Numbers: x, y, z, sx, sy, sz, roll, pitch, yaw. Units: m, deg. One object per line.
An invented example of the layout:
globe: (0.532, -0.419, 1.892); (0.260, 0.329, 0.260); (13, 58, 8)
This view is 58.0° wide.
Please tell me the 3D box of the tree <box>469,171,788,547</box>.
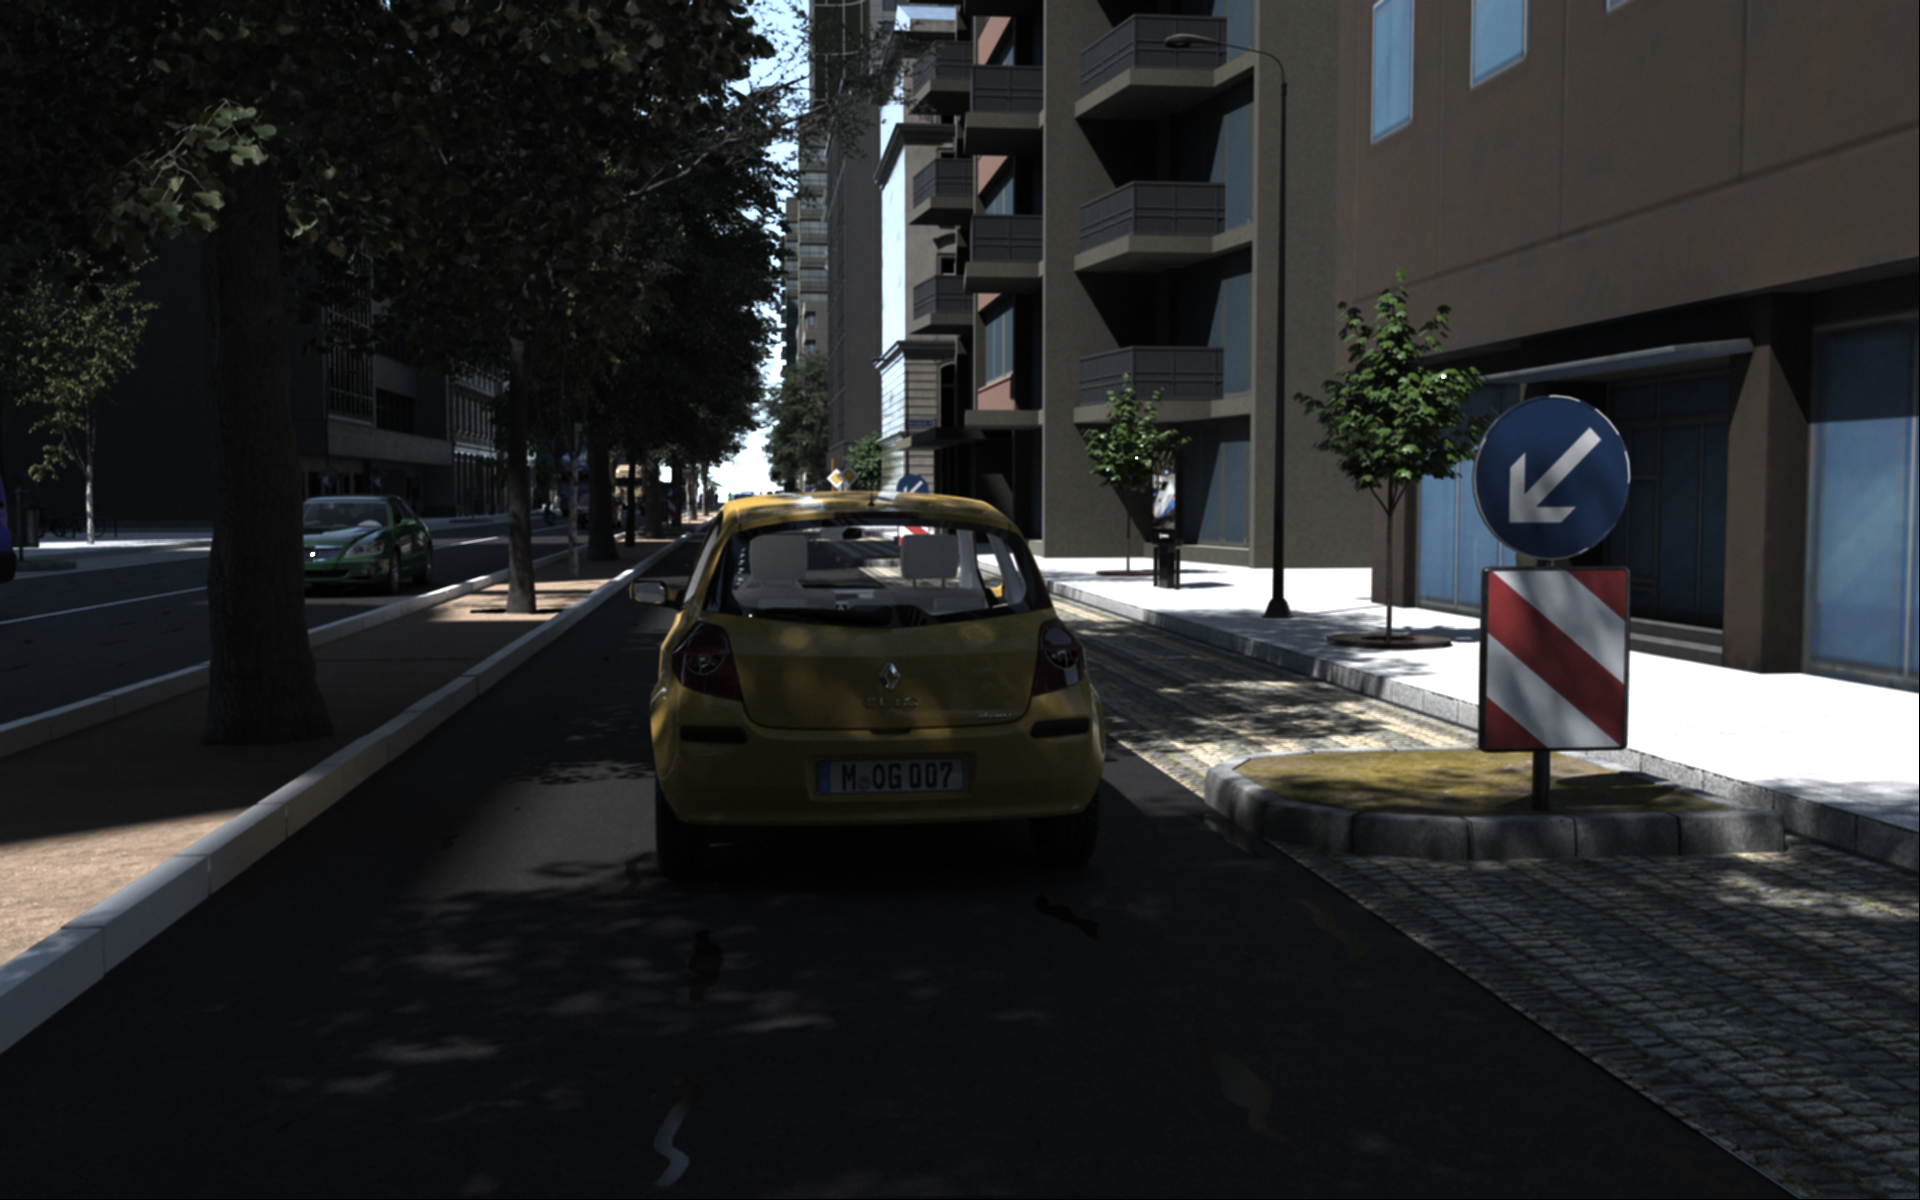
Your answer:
tree: (-8.843, -6.663, 45.815); (8.767, 10.594, 7.601); (0, 4, -7)

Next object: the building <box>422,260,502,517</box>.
building: (-33.386, -15.510, 102.734); (9.793, 20.994, 18.267); (0, 4, -7)

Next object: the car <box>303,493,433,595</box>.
car: (-9.146, -0.871, 26.044); (2.131, 1.459, 4.920); (0, 4, -8)

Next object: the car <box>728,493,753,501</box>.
car: (-13.869, -6.192, 110.829); (1.945, 1.707, 3.694); (0, 4, -8)

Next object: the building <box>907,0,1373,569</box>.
building: (10.232, -23.738, 42.745); (22.147, 44.769, 28.867); (0, 4, -7)

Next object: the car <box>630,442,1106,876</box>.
car: (-0.526, 0.135, 8.017); (2.015, 1.641, 3.980); (-1, 4, -8)

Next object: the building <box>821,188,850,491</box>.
building: (-3.073, -21.002, 130.778); (14.401, 28.519, 23.554); (0, 4, -7)

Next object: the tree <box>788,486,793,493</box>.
tree: (-22.494, -14.576, 232.924); (1.663, 3.219, 1.824); (0, 3, 0)

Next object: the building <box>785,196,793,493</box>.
building: (-17.165, -34.073, 240.681); (14.154, 41.232, 14.086); (0, 4, -7)

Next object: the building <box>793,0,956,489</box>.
building: (-9.611, -47.031, 207.214); (20.563, 71.187, 20.611); (0, 4, -7)

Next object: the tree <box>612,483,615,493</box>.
tree: (-42.670, -13.480, 214.999); (1.663, 3.219, 1.824); (0, 3, 0)

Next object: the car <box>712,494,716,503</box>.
car: (-38.753, -15.788, 269.923); (2.131, 1.459, 4.920); (0, 4, -6)

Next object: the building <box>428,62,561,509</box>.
building: (-50.837, -27.975, 149.272); (32.217, 40.220, 23.993); (0, 4, -7)

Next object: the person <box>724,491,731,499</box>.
person: (-24.274, -10.614, 182.754); (1.217, 1.735, 0.721); (1, 4, 12)

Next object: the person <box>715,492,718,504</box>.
person: (-35.601, -14.931, 253.532); (0.541, 1.710, 0.530); (-2, 4, -28)

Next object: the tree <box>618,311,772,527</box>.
tree: (-11.643, -9.209, 71.146); (7.486, 12.596, 7.792); (0, 3, 0)

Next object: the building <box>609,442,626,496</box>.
building: (-51.714, -35.367, 228.367); (14.600, 45.320, 14.200); (0, 4, -7)

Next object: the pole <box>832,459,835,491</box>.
pole: (-7.269, -6.468, 99.596); (0.158, 3.312, 0.155); (0, 3, 0)

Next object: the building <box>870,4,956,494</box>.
building: (13.882, -15.734, 76.342); (34.723, 24.649, 14.460); (0, 4, -7)

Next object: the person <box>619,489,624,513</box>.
person: (-25.546, -7.464, 130.795); (0.793, 1.790, 0.793); (-1, 4, -19)

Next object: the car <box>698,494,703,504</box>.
car: (-36.319, -14.490, 246.508); (1.945, 1.707, 3.694); (0, 4, -7)

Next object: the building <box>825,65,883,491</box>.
building: (-0.682, -19.185, 107.176); (14.314, 27.812, 24.014); (0, 4, -7)

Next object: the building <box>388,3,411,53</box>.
building: (-51.140, -53.686, 190.430); (22.319, 86.520, 31.000); (0, 4, -7)

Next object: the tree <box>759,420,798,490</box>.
tree: (-21.284, -18.847, 225.155); (9.611, 12.733, 9.660); (0, 3, 0)

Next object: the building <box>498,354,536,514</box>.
building: (-35.848, -16.230, 120.115); (10.420, 20.320, 16.860); (0, 4, -7)

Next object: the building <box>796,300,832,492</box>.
building: (-1.827, -19.913, 170.623); (27.650, 21.520, 28.899); (0, 4, -7)

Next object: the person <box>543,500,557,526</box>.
person: (-18.354, -3.905, 77.845); (0.738, 1.151, 1.012); (0, 4, -3)

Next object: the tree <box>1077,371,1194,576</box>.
tree: (2.604, -2.012, 27.491); (1.663, 3.219, 1.824); (0, 3, 0)

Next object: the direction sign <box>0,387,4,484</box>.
direction sign: (-20.105, -2.712, 36.345); (0.379, 3.537, 0.876); (-2, 4, -27)

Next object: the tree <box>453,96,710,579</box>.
tree: (-6.555, -4.663, 29.059); (4.737, 8.622, 4.395); (0, 3, 0)

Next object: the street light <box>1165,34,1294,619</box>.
street light: (2.763, -2.765, 17.744); (1.470, 5.913, 1.316); (0, 4, -7)

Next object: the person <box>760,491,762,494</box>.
person: (-22.512, -11.400, 195.615); (0.721, 1.736, 1.217); (3, 5, 42)

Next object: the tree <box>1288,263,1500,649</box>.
tree: (3.663, -1.222, 14.581); (1.663, 3.219, 1.824); (0, 3, 0)

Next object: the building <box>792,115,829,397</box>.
building: (-10.755, -31.006, 190.545); (14.154, 41.232, 14.086); (0, 4, -7)

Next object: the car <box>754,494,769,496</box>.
car: (-13.356, -6.536, 117.089); (2.015, 1.641, 3.980); (0, 4, -6)

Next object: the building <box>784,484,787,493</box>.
building: (-10.476, -34.788, 260.671); (32.217, 40.220, 23.993); (0, 4, -7)

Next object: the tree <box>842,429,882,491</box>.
tree: (-4.197, -6.294, 86.620); (4.285, 4.588, 4.351); (0, 3, 0)

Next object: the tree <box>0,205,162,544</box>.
tree: (-22.551, -5.742, 44.248); (4.737, 8.622, 4.395); (0, 3, 0)

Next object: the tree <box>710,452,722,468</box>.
tree: (-17.642, -10.146, 118.710); (4.737, 8.622, 4.395); (0, 3, 0)

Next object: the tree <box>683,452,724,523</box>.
tree: (-13.335, -8.076, 84.860); (4.360, 8.622, 3.978); (0, 3, 0)

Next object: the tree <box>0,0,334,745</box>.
tree: (-4.017, -6.145, 9.591); (9.857, 13.997, 8.962); (0, 3, 0)

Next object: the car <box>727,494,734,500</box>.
car: (-17.152, -7.687, 134.476); (1.959, 1.807, 4.718); (0, 4, -6)

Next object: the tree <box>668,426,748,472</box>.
tree: (-20.101, -12.693, 135.740); (9.928, 11.665, 9.643); (0, 3, 0)

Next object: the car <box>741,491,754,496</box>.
car: (-24.695, -11.776, 201.209); (2.281, 1.827, 5.304); (0, 4, -8)

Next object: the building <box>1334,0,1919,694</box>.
building: (12.182, -22.211, 13.268); (14.600, 45.320, 14.200); (0, 4, -7)

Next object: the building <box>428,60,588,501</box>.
building: (-44.269, -31.771, 169.568); (14.600, 45.320, 14.200); (0, 4, -7)

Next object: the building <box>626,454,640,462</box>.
building: (-57.871, -36.380, 249.435); (22.147, 44.769, 28.867); (0, 4, -7)

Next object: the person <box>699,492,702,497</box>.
person: (-40.482, -15.938, 269.602); (0.721, 1.766, 1.217); (0, 4, -5)

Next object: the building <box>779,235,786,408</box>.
building: (-18.570, -38.624, 286.122); (22.147, 44.769, 28.867); (0, 4, -7)

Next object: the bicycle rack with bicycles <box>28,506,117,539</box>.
bicycle rack with bicycles: (-26.216, -2.269, 50.478); (2.852, 0.926, 2.925); (1, 4, 13)

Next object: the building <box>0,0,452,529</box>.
building: (-32.871, -15.861, 78.388); (14.314, 24.678, 30.058); (0, 4, -7)

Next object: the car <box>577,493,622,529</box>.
car: (-15.302, -3.920, 73.124); (2.155, 1.783, 4.494); (0, 4, -6)

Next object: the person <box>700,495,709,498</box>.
person: (-27.593, -10.896, 187.373); (1.217, 1.736, 0.721); (-1, 4, -8)

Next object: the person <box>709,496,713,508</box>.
person: (-25.912, -10.490, 180.026); (0.705, 1.821, 1.348); (0, 4, 4)

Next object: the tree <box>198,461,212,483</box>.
tree: (-22.351, -3.607, 53.582); (1.663, 3.219, 1.824); (0, 3, 0)

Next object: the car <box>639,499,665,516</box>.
car: (-20.649, -6.386, 116.985); (1.945, 1.354, 3.894); (0, 4, -8)

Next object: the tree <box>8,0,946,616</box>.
tree: (-5.318, -6.588, 20.541); (12.009, 13.543, 11.850); (0, 3, 0)

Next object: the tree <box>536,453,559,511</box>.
tree: (-32.352, -9.074, 132.070); (4.285, 4.588, 4.351); (0, 3, 0)
